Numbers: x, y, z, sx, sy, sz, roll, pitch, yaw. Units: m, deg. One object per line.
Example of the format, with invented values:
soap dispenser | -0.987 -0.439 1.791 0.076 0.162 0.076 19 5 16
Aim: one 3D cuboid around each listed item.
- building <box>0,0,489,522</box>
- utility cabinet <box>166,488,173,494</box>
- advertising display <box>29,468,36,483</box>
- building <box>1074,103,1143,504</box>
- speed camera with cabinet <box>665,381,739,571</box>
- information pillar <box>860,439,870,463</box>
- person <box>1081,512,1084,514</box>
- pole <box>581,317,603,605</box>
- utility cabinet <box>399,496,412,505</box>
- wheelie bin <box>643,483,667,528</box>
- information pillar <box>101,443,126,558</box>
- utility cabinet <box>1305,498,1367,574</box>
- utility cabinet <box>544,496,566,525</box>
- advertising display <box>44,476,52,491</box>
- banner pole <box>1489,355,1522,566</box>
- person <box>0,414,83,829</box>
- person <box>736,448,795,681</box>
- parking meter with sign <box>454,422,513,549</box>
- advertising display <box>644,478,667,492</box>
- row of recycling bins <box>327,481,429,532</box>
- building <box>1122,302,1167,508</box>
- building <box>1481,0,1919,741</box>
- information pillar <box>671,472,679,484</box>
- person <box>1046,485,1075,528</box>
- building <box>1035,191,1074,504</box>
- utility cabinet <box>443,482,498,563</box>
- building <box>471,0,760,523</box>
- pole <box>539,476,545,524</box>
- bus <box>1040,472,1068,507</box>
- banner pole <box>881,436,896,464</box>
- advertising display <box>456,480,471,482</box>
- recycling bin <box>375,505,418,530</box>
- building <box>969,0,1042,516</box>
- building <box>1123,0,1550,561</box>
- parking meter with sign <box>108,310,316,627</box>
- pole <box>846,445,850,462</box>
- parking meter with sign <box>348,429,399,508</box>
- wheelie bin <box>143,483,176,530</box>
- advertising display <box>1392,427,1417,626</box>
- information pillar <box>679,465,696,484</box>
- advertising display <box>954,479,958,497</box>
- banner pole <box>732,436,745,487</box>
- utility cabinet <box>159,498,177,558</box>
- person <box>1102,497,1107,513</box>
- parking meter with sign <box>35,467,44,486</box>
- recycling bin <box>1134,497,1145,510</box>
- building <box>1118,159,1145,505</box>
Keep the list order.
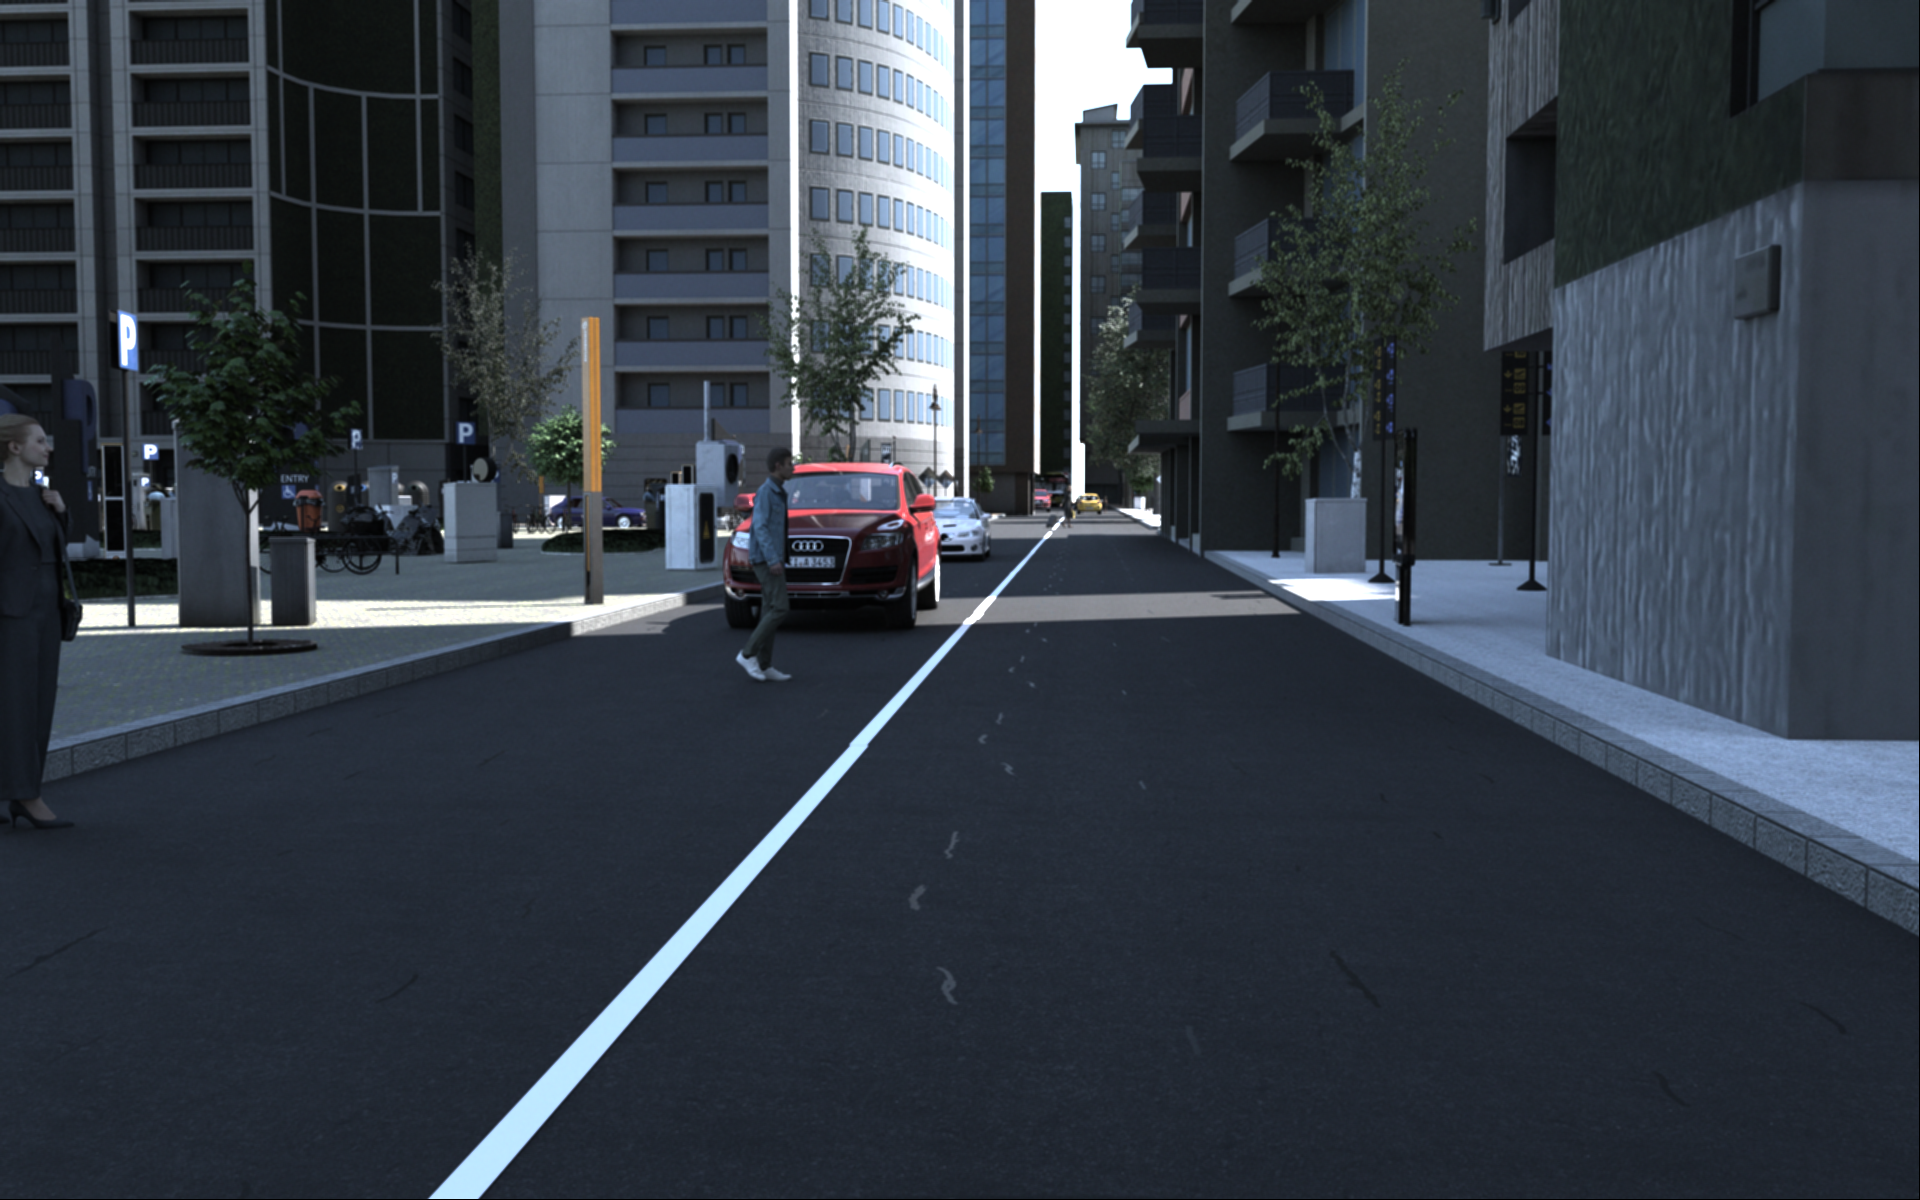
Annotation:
building | -34.419 -39.439 83.076 20.611 71.187 20.563 0 4 4
utility cabinet | -29.619 -3.392 64.138 1.173 1.500 0.318 -1 4 -17
advertising display | -17.009 -1.606 31.480 0.123 1.923 0.974 -1 4 -10
building | 29.654 -39.882 241.305 27.495 52.752 28.713 0 4 4
speed camera with cabinet | -4.395 -2.159 29.641 0.660 3.252 2.038 1 4 13
information pillar | -3.997 -5.011 73.283 0.504 3.616 0.183 3 4 36
person | 9.001 -6.984 127.364 0.332 1.250 0.352 1 4 19
pole | -4.267 -1.605 20.092 0.158 3.312 0.155 0 3 0
utility cabinet | -17.419 -2.578 53.316 1.020 1.237 0.306 -2 4 -24
wheelie bin | -8.744 -2.583 50.137 0.693 1.594 0.980 3 5 41
information pillar | -12.291 -1.269 25.232 0.304 2.012 0.304 -1 4 -17
utility cabinet | 6.105 -1.040 28.165 1.020 1.237 0.306 -2 4 -25
utility cabinet | -17.023 -3.770 72.793 0.306 1.237 1.020 2 4 28
advertising display | -33.153 -3.518 62.740 0.974 1.923 0.123 3 4 38
banner pole | 9.921 -2.523 31.270 0.863 3.779 0.401 -3 5 -40
person | -4.079 0.093 7.406 0.534 1.772 0.576 -1 4 -12
person | -1.478 -0.269 13.237 0.444 1.785 0.601 1 4 9
parking meter with sign | -11.310 -2.754 41.296 1.738 3.016 0.543 3 5 40
advertising display | -12.611 -4.074 71.830 0.974 1.923 0.123 -3 4 -37
row of recycling bins | -18.551 -2.945 55.260 3.534 1.692 1.069 1 4 13
building | 30.025 -19.762 168.144 27.650 21.520 28.899 0 4 4
building | 11.815 -14.846 14.440 14.160 30.474 14.107 0 4 4
information pillar | -9.444 -3.258 57.757 0.304 2.012 0.304 0 4 6
person | 4.319 -3.988 73.917 1.509 1.804 0.699 -2 4 -31
building | 8.414 -33.797 236.171 14.086 41.232 14.154 0 4 4
utility cabinet | -9.188 -1.457 32.493 0.318 1.500 1.173 1 4 23
building | -10.939 -33.503 89.773 21.231 58.520 28.212 0 4 4
pole | -17.728 -4.864 73.369 0.158 3.312 0.155 0 3 0
bus | 10.771 -12.468 195.402 2.896 3.916 12.252 0 4 5
banner pole | -3.031 -5.177 74.661 0.863 3.779 0.401 1 4 22
advertising display | -23.067 -4.615 80.661 0.974 1.923 0.123 2 4 31
recycling bin | -12.836 -1.648 39.497 0.722 1.027 0.722 3 5 44
building | -1.564 -28.662 118.729 14.600 45.320 14.200 0 4 4
building | 15.629 -23.903 45.441 22.147 44.769 28.867 0 4 4
parking meter with sign | -7.212 -1.257 16.816 1.738 3.016 0.543 0 4 -8
pole | -4.632 -4.791 72.173 0.158 3.312 0.155 0 3 0
parking meter with sign | -15.396 -3.058 46.253 1.738 3.016 0.543 1 4 14
wheelie bin | -23.909 -2.672 51.596 0.980 1.594 0.693 3 5 43
advertising display | 4.405 -0.732 17.185 0.123 1.923 0.974 1 4 8
information pillar | -6.768 -2.378 43.373 0.304 2.012 0.304 1 4 11
advertising display | -0.189 -4.378 76.800 0.123 1.923 0.974 0 4 3
banner pole | -9.475 -5.136 73.988 0.863 3.779 0.401 3 4 36
utility cabinet | -13.780 -1.212 30.984 0.306 1.237 1.020 1 4 23
person | 10.868 -7.145 129.996 0.362 1.253 0.373 0 4 5
parking meter with sign | -52.727 -6.328 99.724 0.543 3.016 1.738 1 4 20
recycling bin | 14.879 -8.002 143.387 0.722 1.027 0.722 2 4 33
building | 26.649 -32.428 213.793 14.154 41.232 14.086 0 4 4
